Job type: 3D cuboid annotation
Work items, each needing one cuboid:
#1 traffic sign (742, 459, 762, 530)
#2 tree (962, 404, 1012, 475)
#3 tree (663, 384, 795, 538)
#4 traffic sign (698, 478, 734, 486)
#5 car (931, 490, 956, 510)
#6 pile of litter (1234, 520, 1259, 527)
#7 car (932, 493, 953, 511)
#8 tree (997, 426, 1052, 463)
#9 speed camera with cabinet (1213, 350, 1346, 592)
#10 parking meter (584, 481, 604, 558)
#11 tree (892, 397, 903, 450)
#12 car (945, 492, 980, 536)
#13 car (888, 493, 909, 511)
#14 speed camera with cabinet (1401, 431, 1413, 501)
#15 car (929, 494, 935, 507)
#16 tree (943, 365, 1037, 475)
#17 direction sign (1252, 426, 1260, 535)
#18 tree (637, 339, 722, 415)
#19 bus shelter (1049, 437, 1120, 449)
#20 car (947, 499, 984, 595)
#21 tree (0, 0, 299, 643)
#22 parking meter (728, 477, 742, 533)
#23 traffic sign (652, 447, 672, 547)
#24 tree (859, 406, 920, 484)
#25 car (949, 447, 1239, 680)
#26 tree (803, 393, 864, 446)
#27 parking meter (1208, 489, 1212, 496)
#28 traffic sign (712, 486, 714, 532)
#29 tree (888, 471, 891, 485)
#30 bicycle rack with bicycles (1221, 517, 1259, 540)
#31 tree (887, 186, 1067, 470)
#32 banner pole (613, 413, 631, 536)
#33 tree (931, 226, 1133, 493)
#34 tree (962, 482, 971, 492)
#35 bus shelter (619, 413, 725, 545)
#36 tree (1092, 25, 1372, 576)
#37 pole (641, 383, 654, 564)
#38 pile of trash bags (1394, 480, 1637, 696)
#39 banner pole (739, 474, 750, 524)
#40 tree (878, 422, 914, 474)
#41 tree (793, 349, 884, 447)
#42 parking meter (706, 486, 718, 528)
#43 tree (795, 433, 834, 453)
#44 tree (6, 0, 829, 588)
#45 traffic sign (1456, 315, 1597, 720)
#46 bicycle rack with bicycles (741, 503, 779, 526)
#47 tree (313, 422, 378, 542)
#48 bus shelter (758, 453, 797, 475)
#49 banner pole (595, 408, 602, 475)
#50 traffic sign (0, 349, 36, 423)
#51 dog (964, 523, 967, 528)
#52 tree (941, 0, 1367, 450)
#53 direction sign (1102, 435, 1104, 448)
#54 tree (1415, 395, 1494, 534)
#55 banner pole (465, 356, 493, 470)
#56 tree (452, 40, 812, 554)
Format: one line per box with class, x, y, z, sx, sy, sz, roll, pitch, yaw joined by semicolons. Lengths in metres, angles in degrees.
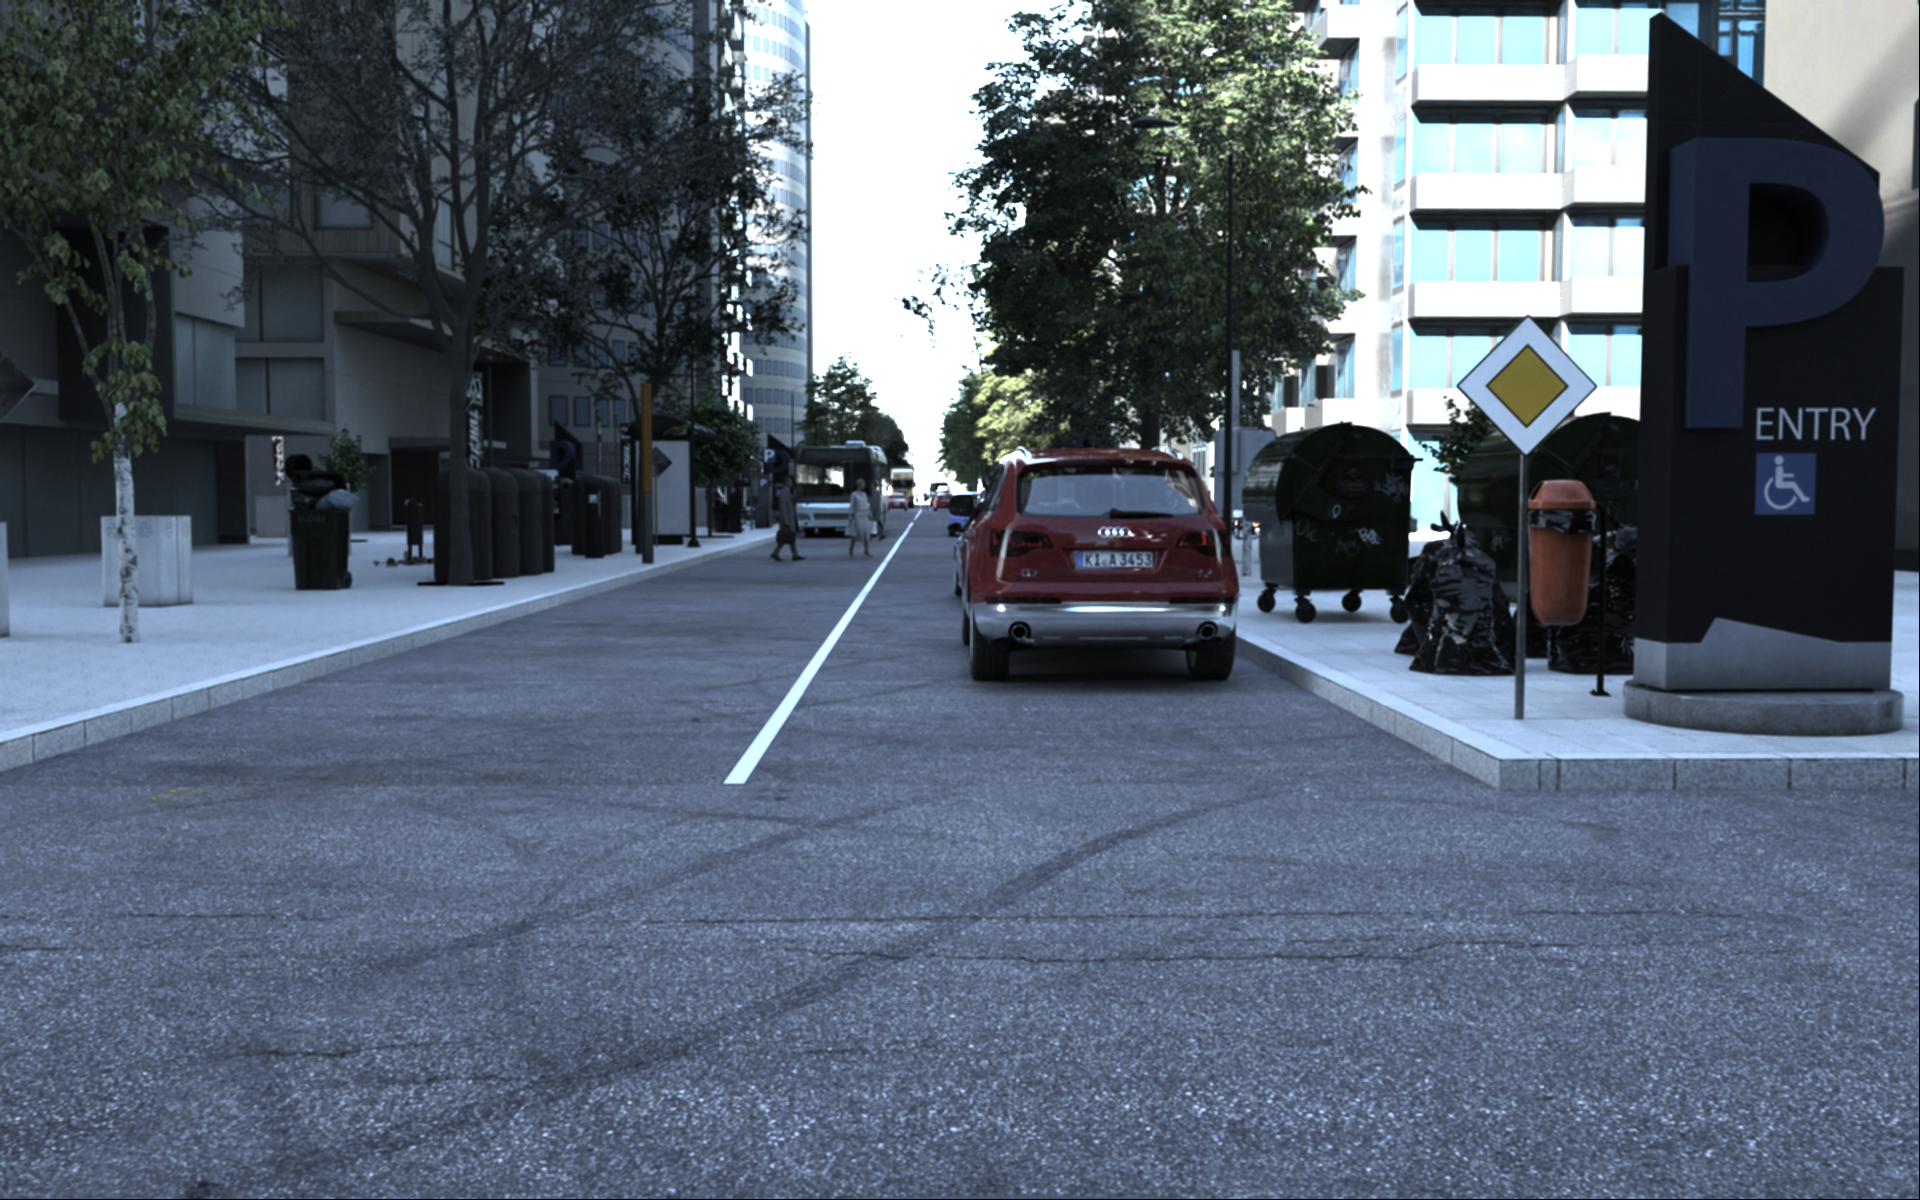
traffic sign;-7.452;-3.780;61.902;0.768;2.556;0.104;1;4;8
tree;2.226;-10.742;125.989;4.360;8.622;3.978;0;3;0
tree;-7.511;-4.133;51.287;4.285;4.588;4.351;0;3;0
traffic sign;-8.390;-3.774;55.579;2.265;3.308;0.079;0;4;6
car;-1.431;-8.991;155.671;2.281;1.827;5.304;0;4;-1
pile of litter;11.050;-3.176;65.898;1.719;0.858;1.176;3;5;40
car;-1.316;-8.362;145.751;2.155;1.783;4.494;0;4;-2
tree;3.397;-5.824;78.931;4.285;4.588;4.351;0;3;0
speed camera with cabinet;4.347;-1.783;23.481;0.660;3.252;2.038;-3;4;-36
parking meter;-7.338;-1.610;34.734;0.372;1.533;0.369;0;3;0
tree;-9.695;-15.208;159.014;12.009;13.543;11.850;0;3;0
car;0.450;-3.076;59.885;1.945;1.707;3.694;0;3;0
car;-5.423;-8.549;148.809;2.155;1.783;4.494;0;4;-2
speed camera with cabinet;13.261;-3.694;54.729;2.038;3.252;0.660;1;4;16
car;-2.585;-11.685;200.087;2.155;1.783;4.494;0;4;-3
tree;2.170;-12.854;135.913;9.928;11.665;9.643;0;3;0
direction sign;9.094;-3.791;53.972;0.379;3.537;0.876;-1;4;-22
tree;-12.909;-7.843;78.599;4.360;8.622;3.978;0;3;0
bus shelter;4.136;-3.973;58.887;2.014;3.302;5.546;0;4;-1
car;0.855;-0.676;23.059;2.014;1.417;4.499;0;4;-3
tree;-7.325;-3.924;14.521;4.737;8.622;4.395;0;3;0
parking meter;-7.379;-3.128;56.860;0.399;1.863;0.255;1;4;20
traffic sign;-7.378;-2.499;42.052;0.795;2.450;0.064;0;4;1
tree;-10.665;-18.763;223.789;9.611;12.733;9.660;0;3;0
car;1.053;-0.379;14.878;2.281;1.827;5.304;0;4;-1
tree;-8.866;-10.658;124.614;4.737;8.622;4.395;0;3;0
parking meter;10.959;-4.177;76.707;0.372;1.533;0.369;0;3;0
traffic sign;-8.348;-3.573;58.523;0.768;2.556;0.104;0;4;1
tree;-8.813;-12.545;188.828;4.285;4.588;4.351;0;3;0
bicycle rack with bicycles;8.479;-2.189;49.173;2.925;0.926;2.852;1;4;21
tree;1.370;-15.473;108.875;12.611;20.169;13.585;0;3;0
banner pole;-10.434;-3.886;53.558;0.863;3.779;0.401;-3;5;-39
tree;3.723;-9.256;69.469;7.486;12.596;7.792;0;3;0
tree;1.008;-12.779;203.544;1.663;3.219;1.824;0;3;0
bus shelter;-7.568;-3.191;46.095;2.014;3.302;5.546;0;4;-1
tree;4.250;-4.679;26.865;4.737;8.622;4.395;0;3;0
pole;-5.774;-2.330;31.939;0.158;3.312;0.155;0;3;0
pile of trash bags;4.164;-0.166;12.468;1.912;1.369;3.447;1;4;12
banner pole;-9.385;-5.197;74.995;0.863;3.779;0.401;2;4;24
tree;-9.422;-16.819;209.396;8.767;10.594;7.601;2;4;24
tree;-9.380;-13.287;135.375;7.486;12.596;7.792;0;3;0
parking meter;-9.252;-3.601;64.586;0.399;1.863;0.255;-2;4;-28
tree;-7.876;-6.682;92.956;4.285;4.588;4.351;0;3;0
tree;-7.062;-6.956;24.107;12.009;13.543;11.850;0;3;0
traffic sign;3.185;-0.377;9.810;0.795;2.450;0.064;0;4;-1
bicycle rack with bicycles;-8.306;-3.521;70.948;2.925;0.926;2.852;-2;4;-28
tree;-16.368;-3.174;46.502;1.663;3.219;1.824;0;3;0
bus shelter;-8.095;-5.275;80.170;2.014;3.302;5.546;0;4;-1
banner pole;-10.431;-3.674;50.081;0.401;3.779;0.863;-1;4;-22
traffic sign;-5.558;-0.370;9.691;0.795;2.450;0.064;0;4;-1
dog;0.160;-1.321;38.434;0.513;0.831;0.800;1;4;9
tree;4.256;-8.065;38.519;9.857;13.997;8.962;0;3;0
direction sign;4.084;-3.518;49.523;0.379;3.537;0.876;0;4;4
tree;8.667;-2.104;29.003;1.663;3.219;1.824;0;3;0
banner pole;-8.654;-2.525;31.303;0.401;3.779;0.863;2;4;30
tree;-6.928;-6.251;36.616;8.767;10.594;7.601;1;4;8
